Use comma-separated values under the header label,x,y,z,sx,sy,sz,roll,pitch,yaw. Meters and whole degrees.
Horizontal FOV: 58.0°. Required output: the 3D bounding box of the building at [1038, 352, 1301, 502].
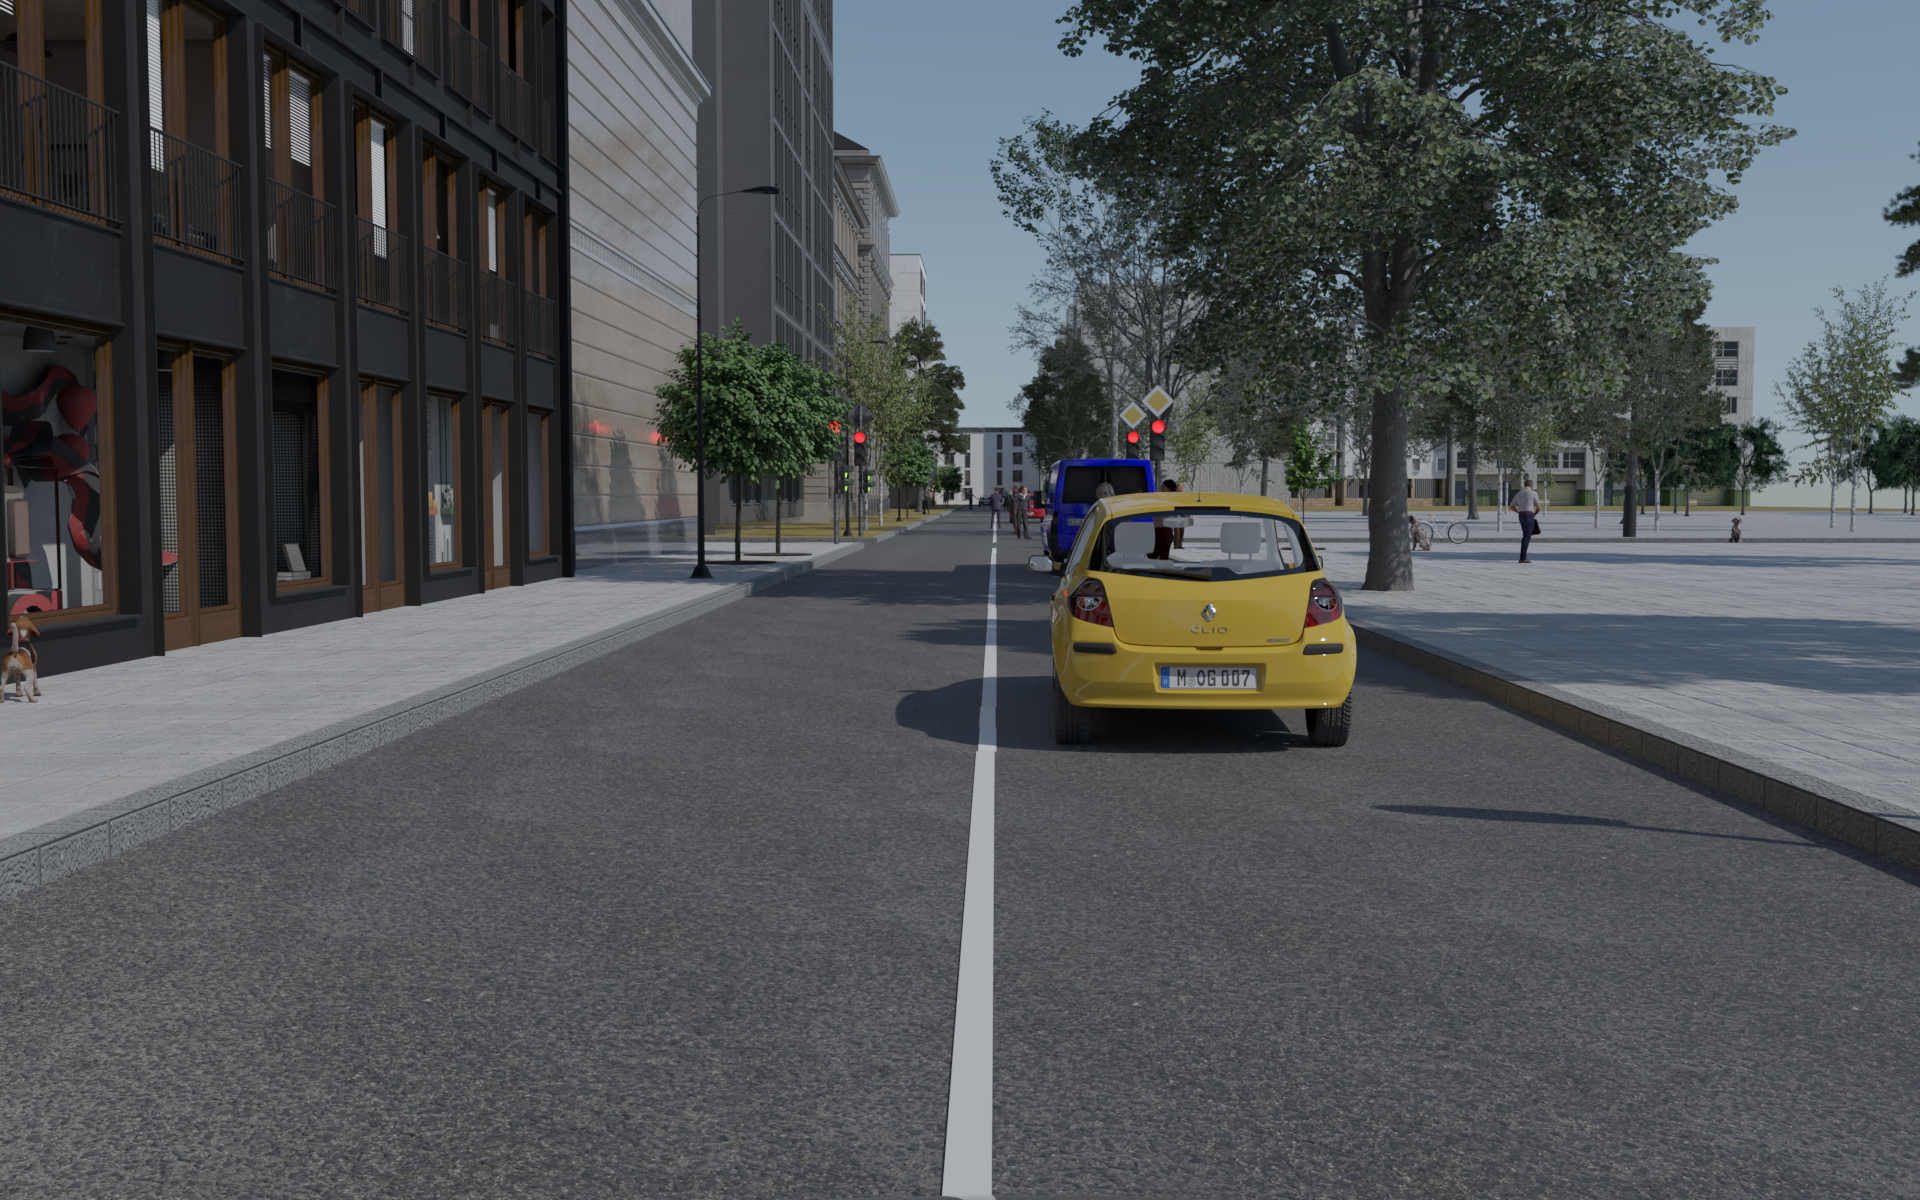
label,x,y,z,sx,sy,sz,roll,pitch,yaw
building,25.853,-21.662,220.627,31.486,18.905,16.747,0,4,1

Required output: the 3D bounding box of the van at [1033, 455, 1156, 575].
label,x,y,z,sx,sy,sz,roll,pitch,yaw
van,2.545,-1.717,32.452,2.240,2.365,5.245,0,4,1

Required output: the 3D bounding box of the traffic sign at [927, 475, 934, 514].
label,x,y,z,sx,sy,sz,roll,pitch,yaw
traffic sign,-2.009,-6.737,110.251,0.768,2.556,0.104,0,4,6

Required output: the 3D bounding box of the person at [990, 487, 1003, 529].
label,x,y,z,sx,sy,sz,roll,pitch,yaw
person,1.502,-3.792,71.419,0.541,1.710,0.530,1,4,19

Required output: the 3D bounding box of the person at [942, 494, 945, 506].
label,x,y,z,sx,sy,sz,roll,pitch,yaw
person,-1.705,-10.919,187.834,1.065,1.426,0.557,-1,4,-17

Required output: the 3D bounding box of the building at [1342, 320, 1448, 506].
label,x,y,z,sx,sy,sz,roll,pitch,yaw
building,46.750,-20.574,192.810,11.380,20.091,16.016,0,4,1

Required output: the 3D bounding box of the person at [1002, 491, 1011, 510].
label,x,y,z,sx,sy,sz,roll,pitch,yaw
person,4.223,-9.025,156.787,1.217,1.736,0.721,-1,4,-18

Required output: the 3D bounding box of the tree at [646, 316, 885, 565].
label,x,y,z,sx,sy,sz,roll,pitch,yaw
tree,-4.081,-2.947,31.899,4.285,4.588,4.351,0,3,0

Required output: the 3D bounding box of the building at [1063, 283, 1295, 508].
label,x,y,z,sx,sy,sz,roll,pitch,yaw
building,18.358,-17.559,153.544,16.747,18.905,31.486,0,4,1

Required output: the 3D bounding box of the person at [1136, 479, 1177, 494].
label,x,y,z,sx,sy,sz,roll,pitch,yaw
person,2.830,-0.917,24.960,0.566,1.644,0.517,2,4,27

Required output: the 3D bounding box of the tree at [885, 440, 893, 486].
label,x,y,z,sx,sy,sz,roll,pitch,yaw
tree,-3.895,-3.207,36.151,4.285,4.588,4.351,0,3,0

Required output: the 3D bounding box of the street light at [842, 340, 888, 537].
label,x,y,z,sx,sy,sz,roll,pitch,yaw
street light,-2.856,-4.873,52.218,1.470,5.913,1.316,0,4,1

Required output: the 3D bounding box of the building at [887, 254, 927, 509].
label,x,y,z,sx,sy,sz,roll,pitch,yaw
building,-17.374,-18.448,145.604,27.936,21.610,32.646,0,4,1

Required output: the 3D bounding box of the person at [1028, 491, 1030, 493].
label,x,y,z,sx,sy,sz,roll,pitch,yaw
person,6.214,-9.086,157.766,0.721,1.736,1.217,-1,4,-8

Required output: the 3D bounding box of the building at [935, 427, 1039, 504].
label,x,y,z,sx,sy,sz,roll,pitch,yaw
building,-3.986,-16.891,218.309,28.070,9.664,9.099,0,4,1

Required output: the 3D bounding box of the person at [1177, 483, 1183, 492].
label,x,y,z,sx,sy,sz,roll,pitch,yaw
person,5.158,-1.960,40.359,0.482,1.546,0.388,-1,4,-12

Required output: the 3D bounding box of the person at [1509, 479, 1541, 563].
label,x,y,z,sx,sy,sz,roll,pitch,yaw
person,10.554,-1.475,32.365,0.590,1.554,0.614,-3,4,-39

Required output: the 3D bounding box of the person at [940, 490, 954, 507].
label,x,y,z,sx,sy,sz,roll,pitch,yaw
person,-1.263,-9.701,164.661,1.348,1.824,0.705,-1,4,-9

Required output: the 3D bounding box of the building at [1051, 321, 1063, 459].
label,x,y,z,sx,sy,sz,roll,pitch,yaw
building,19.012,-19.529,185.760,16.747,18.905,31.486,0,4,1

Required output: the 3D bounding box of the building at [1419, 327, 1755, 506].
label,x,y,z,sx,sy,sz,roll,pitch,yaw
building,68.286,-19.906,191.914,31.486,18.905,16.747,0,4,1

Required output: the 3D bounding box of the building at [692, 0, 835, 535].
label,x,y,z,sx,sy,sz,roll,pitch,yaw
building,-12.758,-16.635,65.497,14.314,27.812,24.014,0,4,1

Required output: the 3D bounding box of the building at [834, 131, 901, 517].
label,x,y,z,sx,sy,sz,roll,pitch,yaw
building,-9.721,-17.003,106.878,11.050,23.489,19.941,0,4,1

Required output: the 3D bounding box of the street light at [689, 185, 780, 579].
label,x,y,z,sx,sy,sz,roll,pitch,yaw
street light,-3.407,-3.284,26.242,1.470,5.913,1.316,0,4,1

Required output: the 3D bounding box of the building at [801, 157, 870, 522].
label,x,y,z,sx,sy,sz,roll,pitch,yaw
building,-10.474,-13.621,87.329,10.561,19.102,19.286,0,4,1

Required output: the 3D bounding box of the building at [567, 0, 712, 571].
label,x,y,z,sx,sy,sz,roll,pitch,yaw
building,-16.017,-15.223,34.801,20.117,28.700,13.634,0,4,1

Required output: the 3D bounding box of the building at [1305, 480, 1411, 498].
label,x,y,z,sx,sy,sz,roll,pitch,yaw
building,57.350,-21.677,220.879,31.486,18.905,16.747,0,4,1

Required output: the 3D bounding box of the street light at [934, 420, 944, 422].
label,x,y,z,sx,sy,sz,roll,pitch,yaw
street light,-1.707,-8.351,109.074,1.470,5.913,1.316,0,4,1

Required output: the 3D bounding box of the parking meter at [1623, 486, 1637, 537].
label,x,y,z,sx,sy,sz,roll,pitch,yaw
parking meter,19.917,-2.635,51.494,0.372,1.533,0.369,0,3,0

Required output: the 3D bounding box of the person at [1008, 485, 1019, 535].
label,x,y,z,sx,sy,sz,roll,pitch,yaw
person,1.922,-3.200,61.365,0.434,1.755,0.990,1,4,8

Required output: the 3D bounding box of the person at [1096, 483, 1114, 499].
label,x,y,z,sx,sy,sz,roll,pitch,yaw
person,1.671,-0.496,18.820,0.471,1.553,0.569,-2,4,-34

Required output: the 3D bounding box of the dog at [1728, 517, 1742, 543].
label,x,y,z,sx,sy,sz,roll,pitch,yaw
dog,20.836,-1.802,46.303,0.800,0.831,0.513,-2,4,-31

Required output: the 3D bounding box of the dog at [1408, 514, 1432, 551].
label,x,y,z,sx,sy,sz,roll,pitch,yaw
dog,10.426,-1.513,39.109,0.513,0.831,0.800,-1,4,-12

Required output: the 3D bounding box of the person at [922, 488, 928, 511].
label,x,y,z,sx,sy,sz,roll,pitch,yaw
person,-2.761,-7.631,131.335,0.617,1.759,0.750,2,4,27

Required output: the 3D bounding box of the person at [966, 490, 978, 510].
label,x,y,z,sx,sy,sz,roll,pitch,yaw
person,1.017,-9.230,159.491,1.350,1.814,0.705,3,4,37

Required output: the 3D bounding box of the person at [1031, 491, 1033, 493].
label,x,y,z,sx,sy,sz,roll,pitch,yaw
person,8.582,-12.110,207.054,0.434,1.755,0.990,3,5,42

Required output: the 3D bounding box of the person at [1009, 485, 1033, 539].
label,x,y,z,sx,sy,sz,roll,pitch,yaw
person,1.921,-2.796,55.022,0.742,1.727,0.445,-3,4,-39

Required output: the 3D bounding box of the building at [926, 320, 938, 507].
label,x,y,z,sx,sy,sz,roll,pitch,yaw
building,-8.330,-20.656,194.149,11.380,20.091,16.016,0,4,1

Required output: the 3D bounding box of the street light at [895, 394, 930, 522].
label,x,y,z,sx,sy,sz,roll,pitch,yaw
street light,-2.293,-6.616,80.710,1.470,5.913,1.316,0,4,1

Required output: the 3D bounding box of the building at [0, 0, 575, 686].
label,x,y,z,sx,sy,sz,roll,pitch,yaw
building,-12.268,-11.537,18.309,12.332,23.373,15.834,0,4,1

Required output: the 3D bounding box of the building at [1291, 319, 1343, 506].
label,x,y,z,sx,sy,sz,roll,pitch,yaw
building,35.069,-20.615,193.468,11.380,20.091,16.016,0,4,1

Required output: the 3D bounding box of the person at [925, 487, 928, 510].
label,x,y,z,sx,sy,sz,roll,pitch,yaw
person,-2.938,-8.299,141.604,0.599,1.838,0.709,2,4,34
